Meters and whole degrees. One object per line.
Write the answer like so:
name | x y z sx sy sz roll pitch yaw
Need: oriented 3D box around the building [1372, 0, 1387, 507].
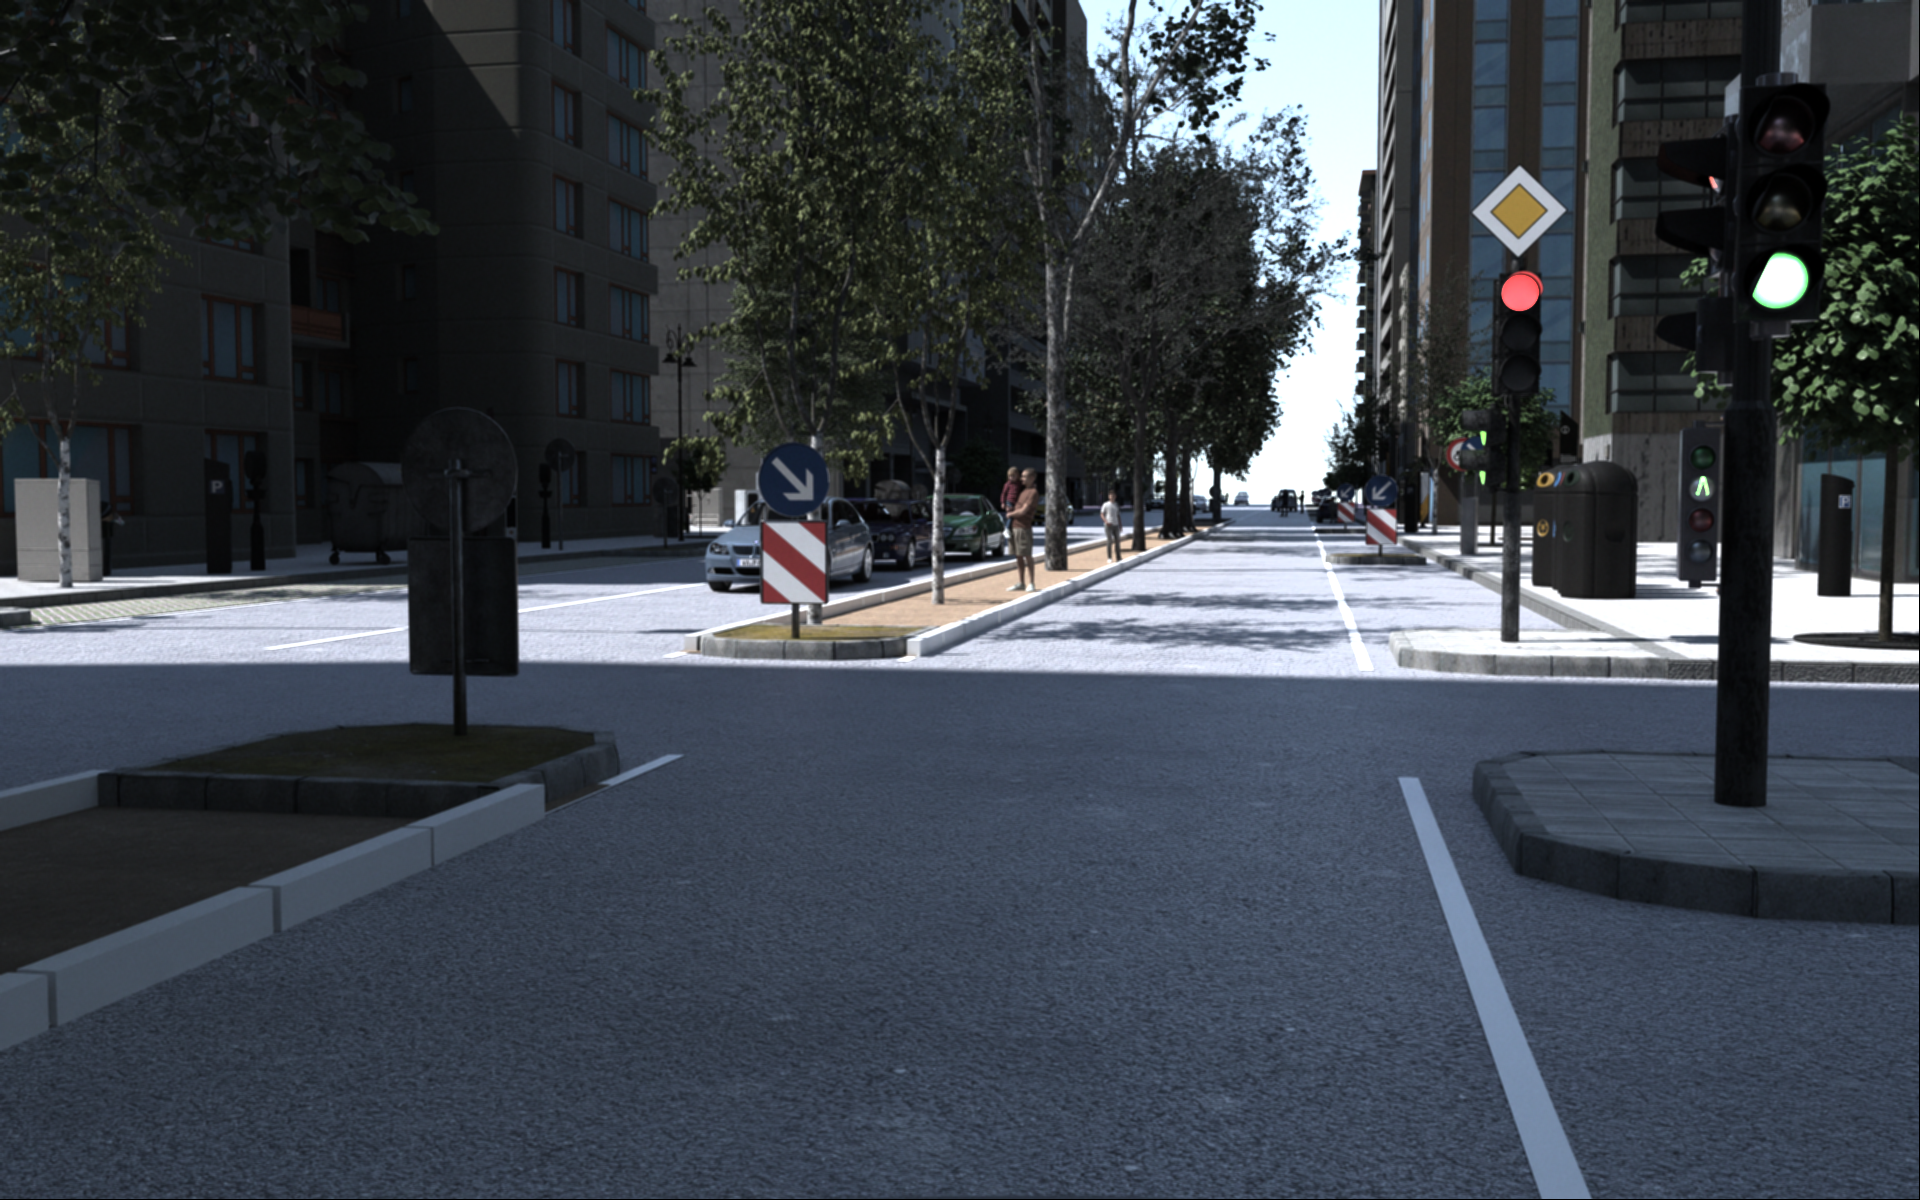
building | 55.241 -39.349 185.360 21.231 58.520 28.212 1 4 11

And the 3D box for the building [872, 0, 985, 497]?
building | -13.510 -31.810 109.333 28.713 52.752 27.495 1 4 11

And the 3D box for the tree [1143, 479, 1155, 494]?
tree | 19.269 -11.618 184.562 1.663 3.219 1.824 0 3 0

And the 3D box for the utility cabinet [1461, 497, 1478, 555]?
utility cabinet | 10.877 -1.581 37.014 0.306 1.237 1.020 1 4 19

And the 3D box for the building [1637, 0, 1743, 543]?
building | 25.420 -17.041 50.326 14.160 30.474 14.107 1 4 11

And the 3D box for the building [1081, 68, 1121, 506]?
building | 6.059 -35.167 194.596 23.786 49.044 30.456 1 4 11

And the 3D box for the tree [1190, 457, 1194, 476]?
tree | 30.667 -17.880 242.694 4.360 8.622 3.978 0 3 0

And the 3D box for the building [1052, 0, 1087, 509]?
building | 3.185 -30.541 149.463 14.600 45.320 14.200 1 4 11

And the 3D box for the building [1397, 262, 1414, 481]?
building | 45.735 -16.894 121.255 27.650 21.520 28.899 1 4 11

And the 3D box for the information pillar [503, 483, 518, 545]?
information pillar | -11.101 -2.339 42.734 0.304 2.012 0.304 -1 4 -23

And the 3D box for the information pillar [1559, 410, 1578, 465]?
information pillar | 16.833 -3.463 47.976 0.504 3.616 0.183 2 4 27

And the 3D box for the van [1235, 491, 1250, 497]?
van | 39.088 -14.218 239.470 2.013 2.044 4.112 1 4 12

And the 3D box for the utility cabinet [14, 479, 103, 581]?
utility cabinet | -13.146 -1.015 25.279 1.173 1.500 0.318 1 4 10

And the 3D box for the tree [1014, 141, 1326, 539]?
tree | 6.806 -8.321 55.508 9.611 12.733 9.660 0 3 0

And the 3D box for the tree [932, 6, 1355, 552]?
tree | 4.468 -7.965 43.062 12.009 13.543 11.850 0 3 0

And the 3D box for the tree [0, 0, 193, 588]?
tree | -12.415 -4.488 23.746 4.737 8.622 4.395 0 3 0

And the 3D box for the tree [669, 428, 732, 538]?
tree | -7.664 -3.440 50.851 1.663 3.219 1.824 0 3 0

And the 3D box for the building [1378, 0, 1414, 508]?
building | 46.944 -31.937 145.877 21.300 48.544 21.600 1 4 11

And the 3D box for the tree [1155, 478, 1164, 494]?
tree | 24.145 -13.247 211.186 1.663 3.219 1.824 0 3 0

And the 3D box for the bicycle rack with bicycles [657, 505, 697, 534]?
bicycle rack with bicycles | -9.879 -2.641 56.568 2.852 0.926 2.925 0 4 -6

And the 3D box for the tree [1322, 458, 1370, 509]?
tree | 34.763 -10.367 153.216 4.285 4.588 4.351 0 3 0

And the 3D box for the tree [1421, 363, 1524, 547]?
tree | 13.040 -3.598 42.534 4.285 4.588 4.351 0 3 0

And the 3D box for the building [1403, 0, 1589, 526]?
building | 26.819 -25.903 73.621 14.600 45.320 14.200 1 4 11

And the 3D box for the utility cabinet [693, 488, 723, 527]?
utility cabinet | -9.813 -3.594 67.446 1.173 1.500 0.318 2 4 24

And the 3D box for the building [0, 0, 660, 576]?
building | -25.818 -12.085 42.636 27.650 21.520 28.899 1 4 11

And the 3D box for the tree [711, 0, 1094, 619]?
tree | -0.278 -4.255 22.391 4.737 8.622 4.395 0 3 0

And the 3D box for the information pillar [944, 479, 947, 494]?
information pillar | -0.823 -4.732 81.865 0.304 2.012 0.304 -3 4 -37

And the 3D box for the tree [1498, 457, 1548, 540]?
tree | 15.629 -3.290 48.399 1.663 3.219 1.824 0 3 0

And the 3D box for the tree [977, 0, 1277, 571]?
tree | 2.816 -10.533 30.559 12.611 20.169 13.585 0 3 0

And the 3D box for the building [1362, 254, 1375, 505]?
building | 55.600 -26.665 207.670 14.160 30.474 14.107 1 4 11

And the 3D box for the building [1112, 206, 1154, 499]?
building | 19.408 -34.026 239.912 14.154 41.232 14.086 1 4 11

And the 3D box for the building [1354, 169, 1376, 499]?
building | 63.379 -35.042 227.566 22.147 44.769 28.867 1 4 11

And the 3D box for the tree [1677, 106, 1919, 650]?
tree | 8.022 -1.897 14.722 4.285 4.588 4.351 0 3 0

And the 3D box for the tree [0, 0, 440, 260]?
tree | -3.311 -5.132 4.495 7.486 12.596 7.792 0 3 0

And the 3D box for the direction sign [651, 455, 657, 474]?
direction sign | -12.286 -4.630 67.694 0.876 3.537 0.379 0 4 -6

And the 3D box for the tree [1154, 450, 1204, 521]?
tree | 10.052 -7.481 75.135 4.737 8.622 4.395 0 3 0

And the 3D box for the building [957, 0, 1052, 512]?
building | -5.027 -31.136 132.767 21.300 48.544 21.600 1 4 11

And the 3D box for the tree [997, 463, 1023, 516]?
tree | 2.788 -6.664 103.552 1.663 3.219 1.824 0 3 0

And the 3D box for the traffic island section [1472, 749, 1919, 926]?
traffic island section | 3.255 0.922 7.207 2.009 0.180 2.903 1 4 11

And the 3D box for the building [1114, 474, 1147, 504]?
building | 7.360 -32.442 222.304 32.217 40.220 23.993 1 4 11

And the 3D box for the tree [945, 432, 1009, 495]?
tree | 1.016 -6.529 90.461 4.285 4.588 4.351 0 3 0

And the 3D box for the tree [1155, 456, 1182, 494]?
tree | 27.267 -16.989 228.130 4.360 8.622 3.978 0 3 0

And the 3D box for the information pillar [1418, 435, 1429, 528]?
information pillar | 17.759 -4.578 66.212 0.183 3.616 0.504 3 5 44

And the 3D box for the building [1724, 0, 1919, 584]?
building | 27.893 -24.807 25.210 30.456 49.044 23.786 1 4 11

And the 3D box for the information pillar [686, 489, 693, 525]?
information pillar | -11.132 -4.114 71.753 0.304 2.012 0.304 1 4 22

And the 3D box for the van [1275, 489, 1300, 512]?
van | 26.916 -8.282 142.428 2.013 2.044 4.112 1 4 11

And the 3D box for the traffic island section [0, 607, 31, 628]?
traffic island section | -11.285 0.249 18.202 2.009 0.180 2.903 1 4 11

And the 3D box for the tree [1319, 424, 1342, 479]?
tree | 38.427 -13.728 174.812 4.360 8.622 3.978 0 3 0

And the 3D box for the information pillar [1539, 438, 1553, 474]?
information pillar | 22.140 -4.536 65.526 0.504 3.616 0.183 0 4 -6

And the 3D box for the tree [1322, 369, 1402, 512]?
tree | 23.860 -9.206 100.876 4.737 8.622 4.395 0 3 0

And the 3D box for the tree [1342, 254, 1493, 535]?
tree | 15.050 -6.352 54.210 4.360 8.622 3.978 0 3 0

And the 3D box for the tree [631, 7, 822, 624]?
tree | -1.434 -3.933 17.124 4.737 8.622 4.395 0 3 0

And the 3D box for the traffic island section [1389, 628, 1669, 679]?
traffic island section | 4.797 0.443 15.042 2.009 0.180 2.903 1 4 11
